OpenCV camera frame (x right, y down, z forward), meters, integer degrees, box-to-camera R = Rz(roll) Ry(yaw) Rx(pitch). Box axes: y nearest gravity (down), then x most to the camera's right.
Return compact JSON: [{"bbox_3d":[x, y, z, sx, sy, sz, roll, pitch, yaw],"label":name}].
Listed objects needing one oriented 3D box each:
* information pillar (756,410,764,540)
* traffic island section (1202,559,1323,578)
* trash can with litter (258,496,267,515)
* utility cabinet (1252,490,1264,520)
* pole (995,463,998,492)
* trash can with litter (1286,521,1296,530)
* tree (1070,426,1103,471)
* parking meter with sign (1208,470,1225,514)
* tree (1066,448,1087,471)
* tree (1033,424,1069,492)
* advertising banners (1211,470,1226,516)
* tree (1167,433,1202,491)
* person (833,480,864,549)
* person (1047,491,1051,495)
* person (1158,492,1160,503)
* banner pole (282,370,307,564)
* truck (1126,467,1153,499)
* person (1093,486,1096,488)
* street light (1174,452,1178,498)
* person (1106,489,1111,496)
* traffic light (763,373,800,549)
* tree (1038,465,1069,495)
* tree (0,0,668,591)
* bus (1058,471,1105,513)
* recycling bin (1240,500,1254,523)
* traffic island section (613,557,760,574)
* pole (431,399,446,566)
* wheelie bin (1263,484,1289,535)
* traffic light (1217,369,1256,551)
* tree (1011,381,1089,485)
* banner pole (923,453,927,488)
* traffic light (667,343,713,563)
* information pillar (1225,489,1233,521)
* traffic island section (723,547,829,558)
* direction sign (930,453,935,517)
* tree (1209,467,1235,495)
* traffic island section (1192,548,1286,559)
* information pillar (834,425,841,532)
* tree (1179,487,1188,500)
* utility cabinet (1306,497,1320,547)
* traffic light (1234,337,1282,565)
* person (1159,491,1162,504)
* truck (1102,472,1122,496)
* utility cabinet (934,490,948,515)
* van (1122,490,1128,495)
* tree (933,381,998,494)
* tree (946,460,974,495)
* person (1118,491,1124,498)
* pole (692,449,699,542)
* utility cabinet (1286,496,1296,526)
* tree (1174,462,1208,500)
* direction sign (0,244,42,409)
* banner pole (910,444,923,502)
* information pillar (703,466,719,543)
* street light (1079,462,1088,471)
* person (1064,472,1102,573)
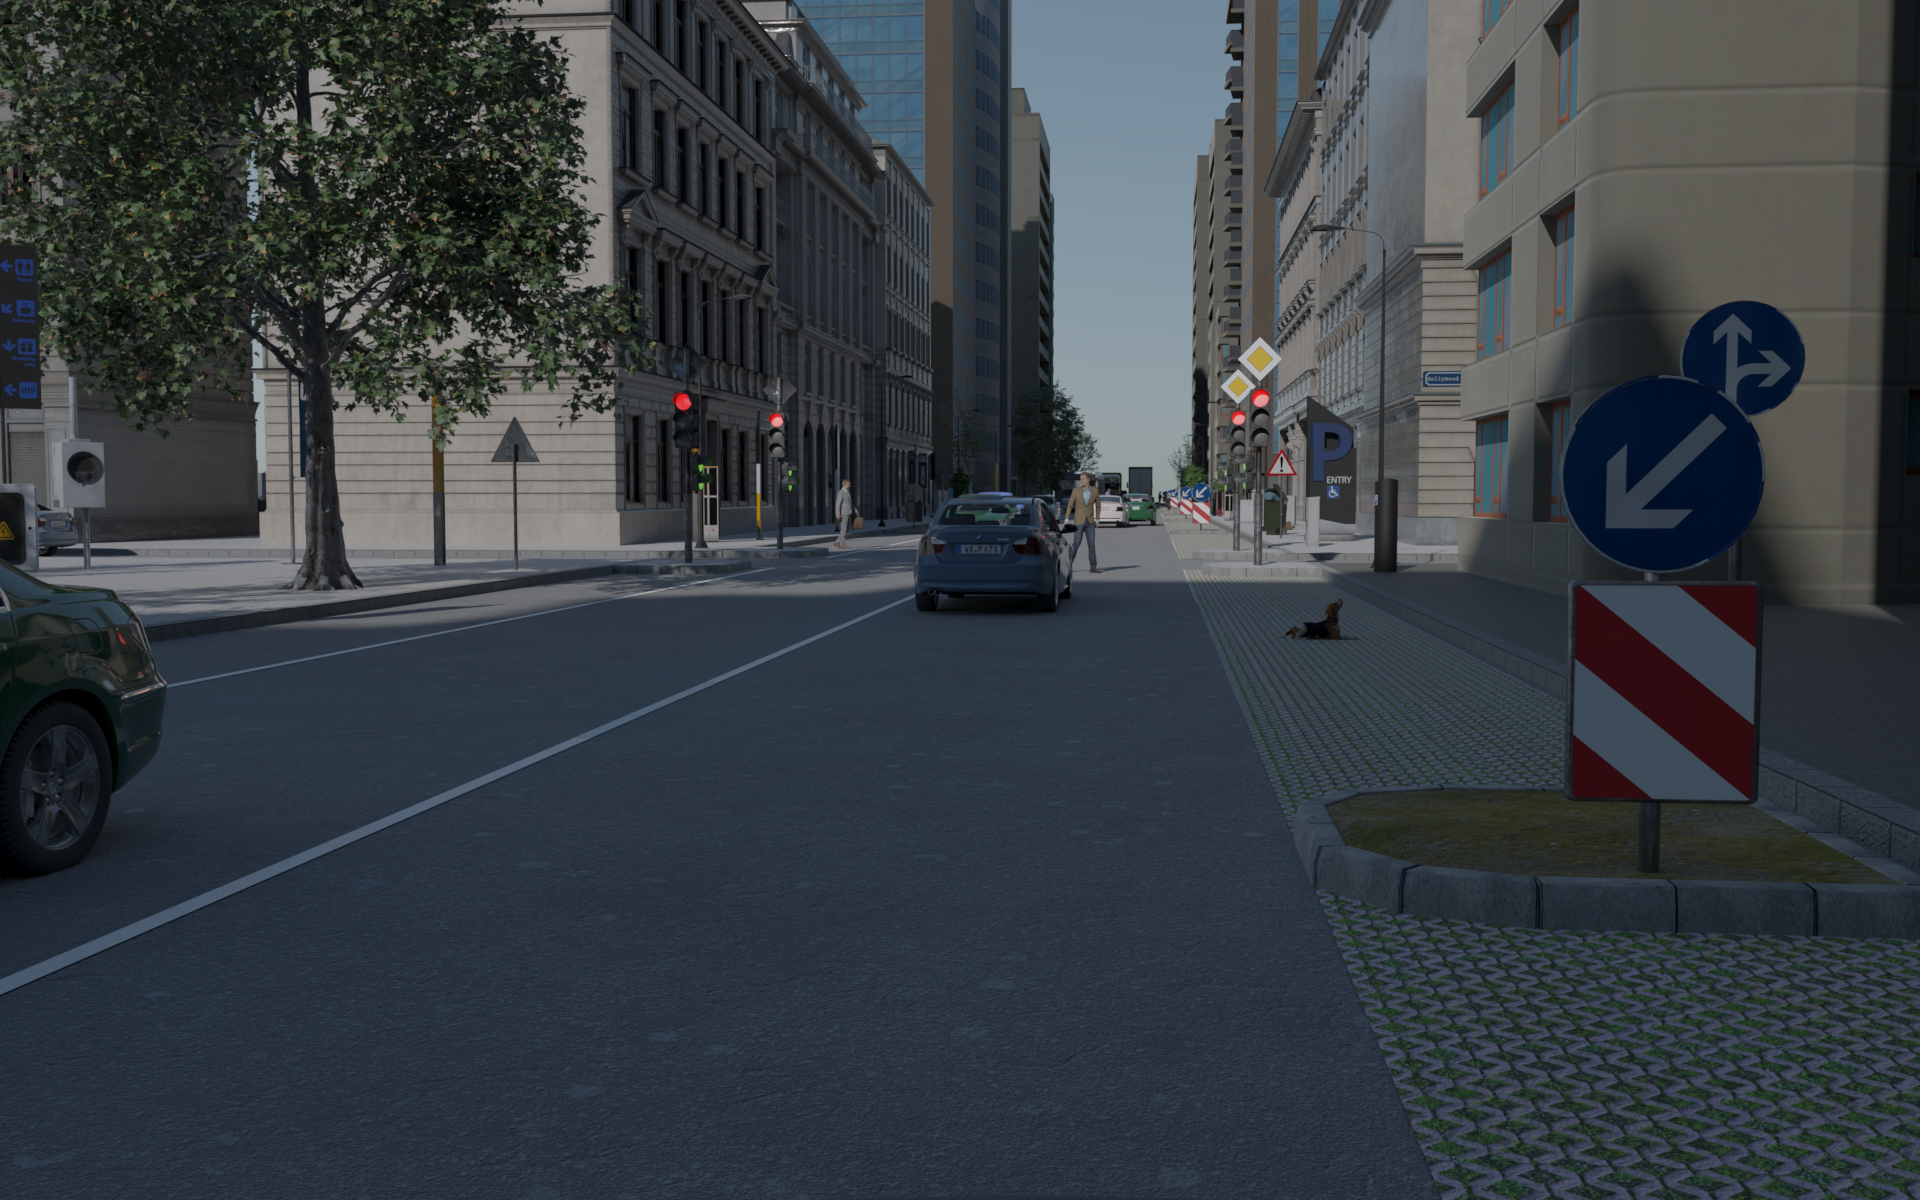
[{"bbox_3d":[-5.555,-3.457,47.882,0.183,3.616,0.504,0,4,-1],"label":"information pillar"},{"bbox_3d":[5.386,-0.546,31.204,2.009,0.180,2.903,0,4,6],"label":"traffic island section"},{"bbox_3d":[-22.764,-2.849,57.639,1.678,1.210,2.233,1,4,21],"label":"trash can with litter"},{"bbox_3d":[14.741,-4.649,84.691,1.173,1.500,0.318,-3,5,-40],"label":"utility cabinet"},{"bbox_3d":[2.406,-7.330,113.695,0.158,3.312,0.155,0,3,0],"label":"pole"},{"bbox_3d":[11.435,-3.091,61.933,1.055,1.170,0.624,0,4,-7],"label":"trash can with litter"},{"bbox_3d":[17.957,-20.850,266.656,9.928,11.665,9.643,0,3,0],"label":"tree"},{"bbox_3d":[16.581,-7.057,111.643,0.543,3.016,1.738,-2,4,-24],"label":"parking meter with sign"},{"bbox_3d":[14.803,-17.171,231.110,4.737,8.622,4.395,0,3,0],"label":"tree"},{"bbox_3d":[9.369,-14.105,180.977,4.360,8.622,3.978,0,3,0],"label":"tree"},{"bbox_3d":[14.907,-6.313,99.411,0.090,3.025,2.074,-1,4,-16],"label":"advertising banners"},{"bbox_3d":[27.131,-15.713,207.261,4.360,8.622,3.978,0,3,0],"label":"tree"},{"bbox_3d":[-2.984,-2.248,45.378,0.853,1.813,0.709,1,4,19],"label":"person"},{"bbox_3d":[6.190,-6.674,119.091,0.593,1.643,0.415,2,4,34],"label":"person"},{"bbox_3d":[30.665,-15.736,266.590,0.445,1.727,0.742,0,4,8],"label":"person"},{"bbox_3d":[-12.048,-2.555,31.796,0.863,3.779,0.401,-3,4,-39],"label":"banner pole"},{"bbox_3d":[19.005,-11.860,182.822,2.839,4.237,11.283,0,4,5],"label":"truck"},{"bbox_3d":[6.359,-4.439,81.165,0.778,1.811,0.616,2,4,30],"label":"person"},{"bbox_3d":[24.475,-13.279,189.644,1.470,5.913,1.316,0,4,6],"label":"street light"},{"bbox_3d":[10.924,-7.213,126.296,0.599,1.838,0.709,3,5,40],"label":"person"},{"bbox_3d":[-4.169,-3.134,40.167,0.839,4.253,0.868,0,4,6],"label":"traffic light"},{"bbox_3d":[12.128,-13.585,205.832,4.285,4.588,4.351,0,3,0],"label":"tree"},{"bbox_3d":[-8.724,-6.487,23.078,9.611,12.733,9.660,0,3,0],"label":"tree"},{"bbox_3d":[9.611,-8.556,134.757,2.948,3.499,13.247,0,4,8],"label":"bus"},{"bbox_3d":[12.871,-3.914,76.542,0.722,1.027,0.722,-3,5,-41],"label":"recycling bin"},{"bbox_3d":[-5.090,-0.617,32.370,2.009,0.180,2.903,0,4,6],"label":"traffic island section"},{"bbox_3d":[-9.336,-2.273,31.004,0.158,3.312,0.155,0,3,0],"label":"pole"},{"bbox_3d":[9.857,-2.827,54.128,0.693,1.594,0.980,1,4,23],"label":"wheelie bin"},{"bbox_3d":[6.230,-3.065,39.030,0.839,4.253,0.868,0,4,6],"label":"traffic light"},{"bbox_3d":[9.422,-17.458,192.095,9.857,13.997,8.962,0,3,0],"label":"tree"},{"bbox_3d":[-2.146,-6.303,93.079,0.863,3.779,0.401,-1,4,-19],"label":"banner pole"},{"bbox_3d":[-5.052,-2.649,32.231,0.839,4.253,0.868,0,4,6],"label":"traffic light"},{"bbox_3d":[12.978,-4.836,83.561,0.304,2.012,0.304,3,5,43],"label":"information pillar"},{"bbox_3d":[-4.207,-1.102,40.306,2.009,0.180,2.903,0,4,6],"label":"traffic island section"},{"bbox_3d":[-1.496,-6.315,95.249,0.379,3.537,0.876,-1,4,-17],"label":"direction sign"},{"bbox_3d":[16.673,-7.000,109.043,1.663,3.219,1.824,0,3,0],"label":"tree"},{"bbox_3d":[6.269,-1.031,39.140,2.009,0.180,2.903,0,4,6],"label":"traffic island section"},{"bbox_3d":[-4.167,-4.128,58.852,0.183,3.616,0.504,0,4,3],"label":"information pillar"},{"bbox_3d":[32.983,-15.725,251.699,1.663,3.219,1.824,0,3,0],"label":"tree"},{"bbox_3d":[8.658,-1.921,42.568,0.306,1.237,1.020,1,4,9],"label":"utility cabinet"},{"bbox_3d":[5.347,-2.579,31.094,0.839,4.253,0.868,0,4,6],"label":"traffic light"},{"bbox_3d":[27.787,-14.138,239.530,0.599,1.838,0.709,2,4,31],"label":"person"},{"bbox_3d":[19.871,-14.568,227.103,2.839,4.237,11.283,0,4,7],"label":"truck"},{"bbox_3d":[-1.104,-5.721,102.220,0.318,1.500,1.173,2,4,28],"label":"utility cabinet"},{"bbox_3d":[24.757,-15.956,265.262,2.240,2.365,5.245,0,4,7],"label":"van"},{"bbox_3d":[0.573,-9.724,109.347,4.360,8.622,3.978,0,3,0],"label":"tree"},{"bbox_3d":[0.047,-6.377,98.861,1.663,3.219,1.824,0,3,0],"label":"tree"},{"bbox_3d":[14.569,-8.978,156.010,1.217,1.743,0.721,0,4,-1],"label":"person"},{"bbox_3d":[-6.972,-3.181,45.859,0.158,3.312,0.155,0,3,0],"label":"pole"},{"bbox_3d":[13.214,-3.648,70.803,1.020,1.237,0.306,2,4,24],"label":"utility cabinet"},{"bbox_3d":[23.312,-11.690,174.842,4.285,4.588,4.351,0,3,0],"label":"tree"},{"bbox_3d":[-8.807,-1.450,15.704,0.876,3.537,0.379,-3,4,-38],"label":"direction sign"},{"bbox_3d":[-2.349,-5.939,87.116,0.401,3.779,0.863,-2,4,-27],"label":"banner pole"},{"bbox_3d":[-6.596,-2.531,45.877,0.304,2.012,0.304,-2,4,-32],"label":"information pillar"},{"bbox_3d":[17.998,-17.164,253.174,1.470,5.913,1.316,0,4,6],"label":"street light"},{"bbox_3d":[2.226,-1.416,31.558,0.656,1.842,0.836,-3,5,-40],"label":"person"}]
